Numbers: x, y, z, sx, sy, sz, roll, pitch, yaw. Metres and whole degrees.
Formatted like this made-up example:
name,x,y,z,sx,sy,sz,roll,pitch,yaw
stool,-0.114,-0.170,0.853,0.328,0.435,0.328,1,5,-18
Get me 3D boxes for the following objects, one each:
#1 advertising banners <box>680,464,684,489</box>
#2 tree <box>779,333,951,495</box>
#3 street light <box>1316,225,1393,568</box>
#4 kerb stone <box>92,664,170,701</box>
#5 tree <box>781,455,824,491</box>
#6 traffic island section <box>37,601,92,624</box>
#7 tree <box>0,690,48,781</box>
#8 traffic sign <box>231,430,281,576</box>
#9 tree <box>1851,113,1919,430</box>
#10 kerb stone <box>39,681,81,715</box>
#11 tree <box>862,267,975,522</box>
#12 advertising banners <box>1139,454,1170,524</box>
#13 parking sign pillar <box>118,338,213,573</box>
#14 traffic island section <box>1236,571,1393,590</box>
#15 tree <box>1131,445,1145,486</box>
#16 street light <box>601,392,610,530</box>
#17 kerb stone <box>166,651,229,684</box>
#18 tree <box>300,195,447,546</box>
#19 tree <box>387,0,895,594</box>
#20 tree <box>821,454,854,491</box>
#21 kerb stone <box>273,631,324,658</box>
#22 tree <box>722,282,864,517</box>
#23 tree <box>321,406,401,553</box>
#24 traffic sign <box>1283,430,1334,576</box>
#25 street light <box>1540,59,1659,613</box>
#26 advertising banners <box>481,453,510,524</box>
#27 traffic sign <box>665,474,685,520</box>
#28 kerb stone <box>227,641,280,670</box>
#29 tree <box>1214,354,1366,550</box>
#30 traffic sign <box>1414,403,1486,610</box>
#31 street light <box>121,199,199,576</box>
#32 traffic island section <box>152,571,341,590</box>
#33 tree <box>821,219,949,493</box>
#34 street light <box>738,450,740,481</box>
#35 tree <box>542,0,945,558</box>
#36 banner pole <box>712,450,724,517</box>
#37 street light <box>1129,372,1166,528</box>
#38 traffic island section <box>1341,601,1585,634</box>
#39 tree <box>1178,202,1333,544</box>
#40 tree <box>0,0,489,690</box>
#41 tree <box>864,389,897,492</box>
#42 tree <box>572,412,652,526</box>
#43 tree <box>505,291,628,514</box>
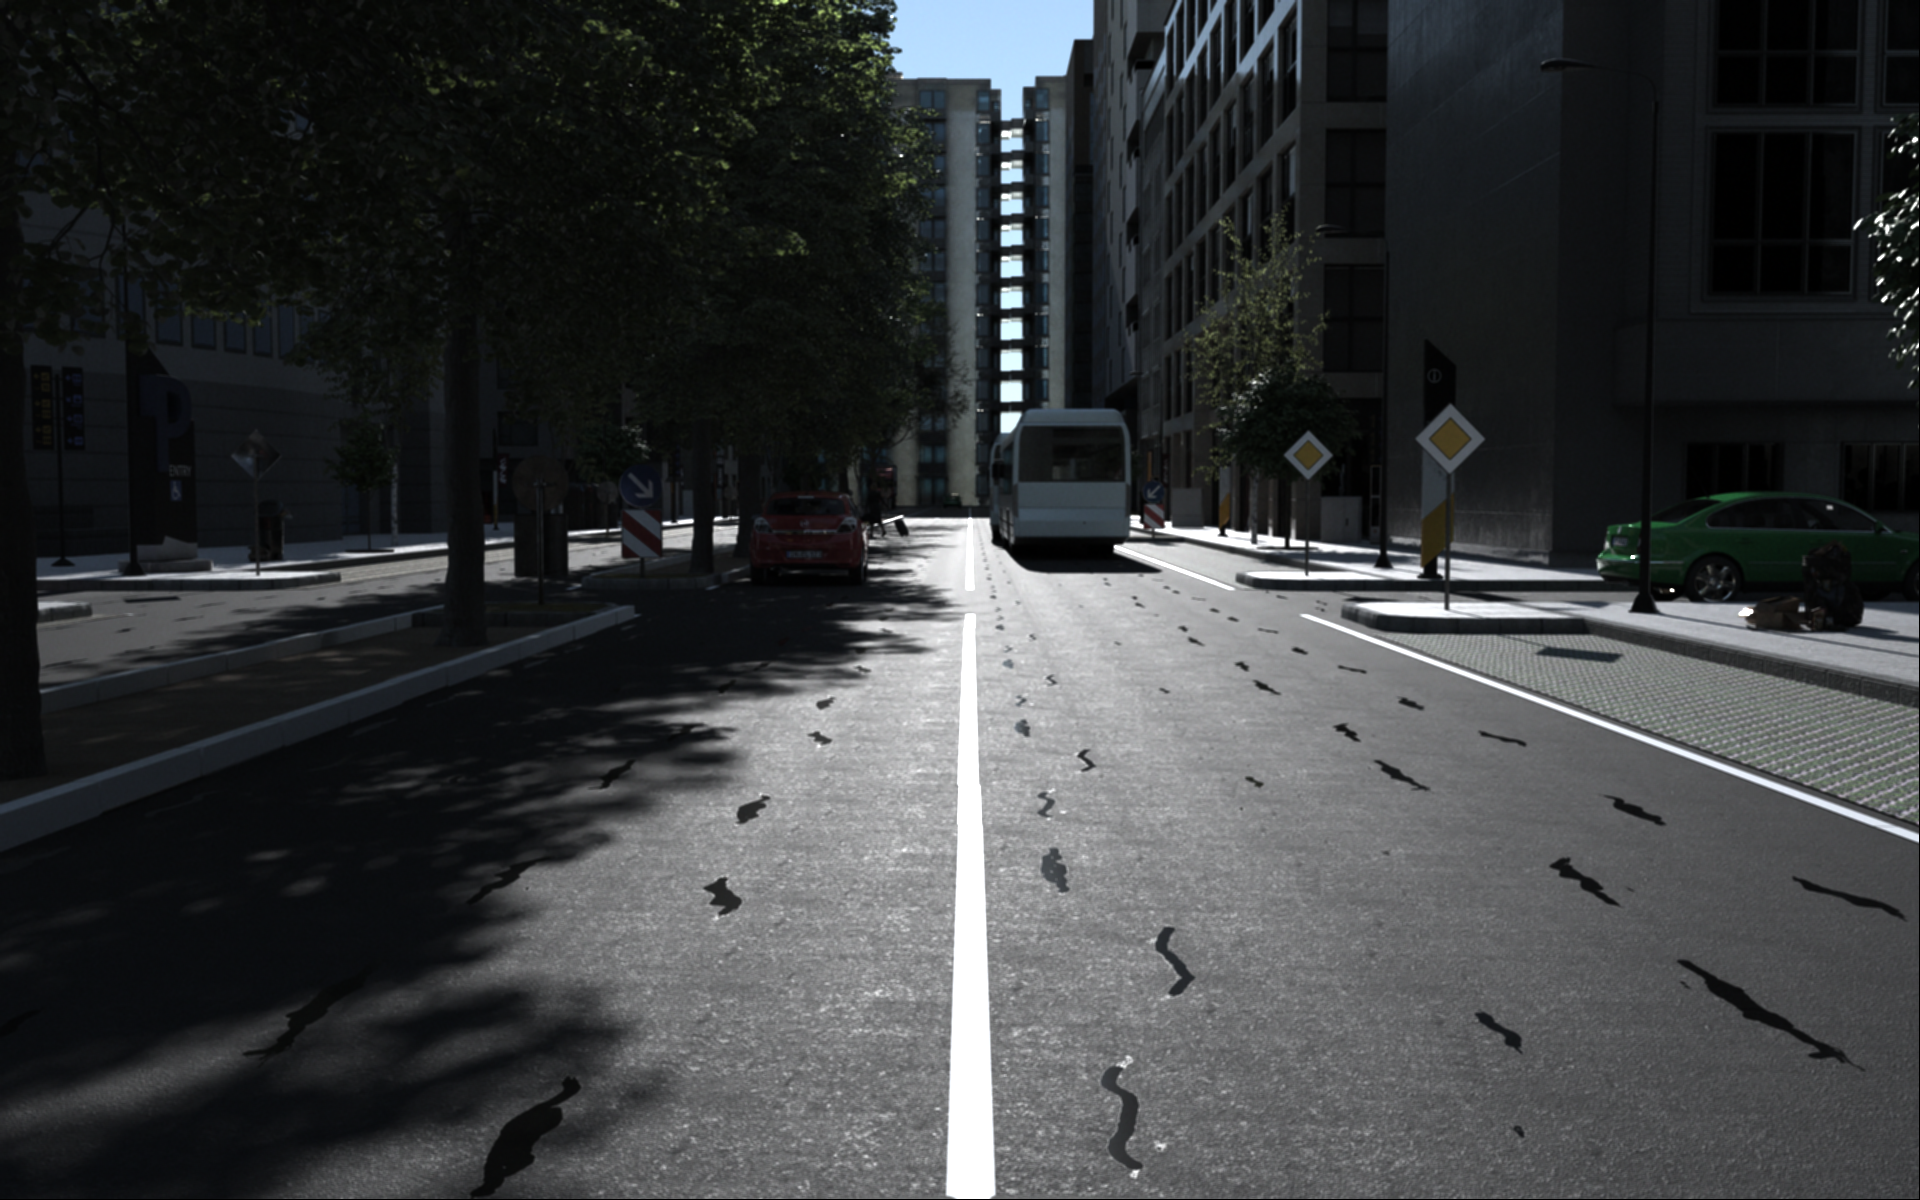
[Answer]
name,x,y,z,sx,sy,sz,roll,pitch,yaw
advertising banners,-15.833,-6.370,100.336,0.090,3.025,2.074,-2,4,-28
tree,-4.524,-8.165,70.362,8.767,10.594,7.601,0,4,0
street light,6.858,-3.521,30.114,1.470,5.913,1.316,0,4,0
kerb stone,-5.972,0.599,12.410,0.120,0.150,1.000,0,4,0
tree,-13.297,-10.140,149.501,4.285,4.588,4.351,0,3,0
traffic island section,-11.127,0.182,19.304,2.009,0.180,2.903,0,4,0
tree,-4.956,-5.395,8.791,7.486,12.596,7.792,0,3,0
traffic sign,-11.057,-1.442,27.227,0.795,2.450,0.064,0,4,0
tree,7.716,-1.702,11.540,4.285,4.588,4.351,0,3,0
kerb stone,-5.982,0.663,11.372,0.120,0.150,1.000,0,4,0
tree,-4.306,-10.639,86.774,12.009,13.543,11.850,0,3,0
advertising banners,8.381,-4.788,74.474,2.074,3.025,0.090,-3,5,-44
parking sign pillar,-13.215,-2.461,28.717,1.447,3.967,1.447,0,4,5
traffic island section,5.461,-0.300,27.188,2.009,0.180,2.903,0,4,0
tree,8.033,-6.581,91.314,4.285,4.588,4.351,0,3,0
street light,-12.330,-5.513,62.681,1.470,5.913,1.316,0,4,0
kerb stone,-5.967,0.540,13.432,0.120,0.150,1.000,0,4,0
tree,-14.117,-5.657,42.862,4.737,8.622,4.395,0,3,0
tree,-4.460,-6.650,29.307,7.486,12.596,7.792,0,3,0
tree,-12.480,-14.057,180.195,4.360,8.622,3.978,0,3,0
kerb stone,-5.954,0.411,15.479,0.120,0.150,1.000,0,4,0
tree,-4.996,-5.728,46.471,4.737,8.622,4.395,0,3,0
tree,-13.158,-2.660,38.098,1.663,3.219,1.824,0,3,0
traffic sign,5.437,-1.435,27.111,0.795,2.450,0.064,0,4,0
street light,6.895,-2.821,18.660,1.470,5.913,1.316,0,4,0
advertising banners,-20.297,-4.768,74.143,2.074,3.025,0.090,0,4,-1
traffic sign,-12.733,-4.730,77.343,0.884,2.594,0.081,0,4,3
kerb stone,-5.957,0.482,14.454,0.120,0.150,1.000,0,4,0
tree,7.695,-3.459,40.275,4.285,4.588,4.351,0,3,0
traffic sign,5.390,-0.947,19.126,0.795,2.450,0.064,0,4,0
street light,-12.452,-3.334,27.053,1.470,5.913,1.316,0,4,0
traffic island section,-11.080,-0.306,27.289,2.009,0.180,2.903,0,4,0
tree,-4.154,-8.151,61.480,9.928,11.665,9.643,0,3,0
street light,-12.100,-7.741,99.105,1.470,5.913,1.316,0,4,0
tree,-4.782,-7.931,38.790,9.857,13.997,8.962,0,3,0
banner pole,-13.867,-6.667,99.021,0.863,3.779,0.401,0,4,-8
street light,7.136,-5.714,65.972,1.470,5.913,1.316,0,4,0
traffic island section,5.414,0.188,19.203,2.009,0.180,2.903,0,4,0
tree,7.578,-5.758,44.498,4.360,8.622,3.978,0,3,0
tree,-4.771,-5.858,16.362,7.486,12.596,7.792,0,3,0
tree,-4.488,-7.635,77.651,4.737,8.622,4.395,0,3,0
tree,-14.006,-5.246,69.482,4.285,4.588,4.351,0,3,0
tree,-13.450,-6.617,58.555,4.737,8.622,4.395,0,3,0
